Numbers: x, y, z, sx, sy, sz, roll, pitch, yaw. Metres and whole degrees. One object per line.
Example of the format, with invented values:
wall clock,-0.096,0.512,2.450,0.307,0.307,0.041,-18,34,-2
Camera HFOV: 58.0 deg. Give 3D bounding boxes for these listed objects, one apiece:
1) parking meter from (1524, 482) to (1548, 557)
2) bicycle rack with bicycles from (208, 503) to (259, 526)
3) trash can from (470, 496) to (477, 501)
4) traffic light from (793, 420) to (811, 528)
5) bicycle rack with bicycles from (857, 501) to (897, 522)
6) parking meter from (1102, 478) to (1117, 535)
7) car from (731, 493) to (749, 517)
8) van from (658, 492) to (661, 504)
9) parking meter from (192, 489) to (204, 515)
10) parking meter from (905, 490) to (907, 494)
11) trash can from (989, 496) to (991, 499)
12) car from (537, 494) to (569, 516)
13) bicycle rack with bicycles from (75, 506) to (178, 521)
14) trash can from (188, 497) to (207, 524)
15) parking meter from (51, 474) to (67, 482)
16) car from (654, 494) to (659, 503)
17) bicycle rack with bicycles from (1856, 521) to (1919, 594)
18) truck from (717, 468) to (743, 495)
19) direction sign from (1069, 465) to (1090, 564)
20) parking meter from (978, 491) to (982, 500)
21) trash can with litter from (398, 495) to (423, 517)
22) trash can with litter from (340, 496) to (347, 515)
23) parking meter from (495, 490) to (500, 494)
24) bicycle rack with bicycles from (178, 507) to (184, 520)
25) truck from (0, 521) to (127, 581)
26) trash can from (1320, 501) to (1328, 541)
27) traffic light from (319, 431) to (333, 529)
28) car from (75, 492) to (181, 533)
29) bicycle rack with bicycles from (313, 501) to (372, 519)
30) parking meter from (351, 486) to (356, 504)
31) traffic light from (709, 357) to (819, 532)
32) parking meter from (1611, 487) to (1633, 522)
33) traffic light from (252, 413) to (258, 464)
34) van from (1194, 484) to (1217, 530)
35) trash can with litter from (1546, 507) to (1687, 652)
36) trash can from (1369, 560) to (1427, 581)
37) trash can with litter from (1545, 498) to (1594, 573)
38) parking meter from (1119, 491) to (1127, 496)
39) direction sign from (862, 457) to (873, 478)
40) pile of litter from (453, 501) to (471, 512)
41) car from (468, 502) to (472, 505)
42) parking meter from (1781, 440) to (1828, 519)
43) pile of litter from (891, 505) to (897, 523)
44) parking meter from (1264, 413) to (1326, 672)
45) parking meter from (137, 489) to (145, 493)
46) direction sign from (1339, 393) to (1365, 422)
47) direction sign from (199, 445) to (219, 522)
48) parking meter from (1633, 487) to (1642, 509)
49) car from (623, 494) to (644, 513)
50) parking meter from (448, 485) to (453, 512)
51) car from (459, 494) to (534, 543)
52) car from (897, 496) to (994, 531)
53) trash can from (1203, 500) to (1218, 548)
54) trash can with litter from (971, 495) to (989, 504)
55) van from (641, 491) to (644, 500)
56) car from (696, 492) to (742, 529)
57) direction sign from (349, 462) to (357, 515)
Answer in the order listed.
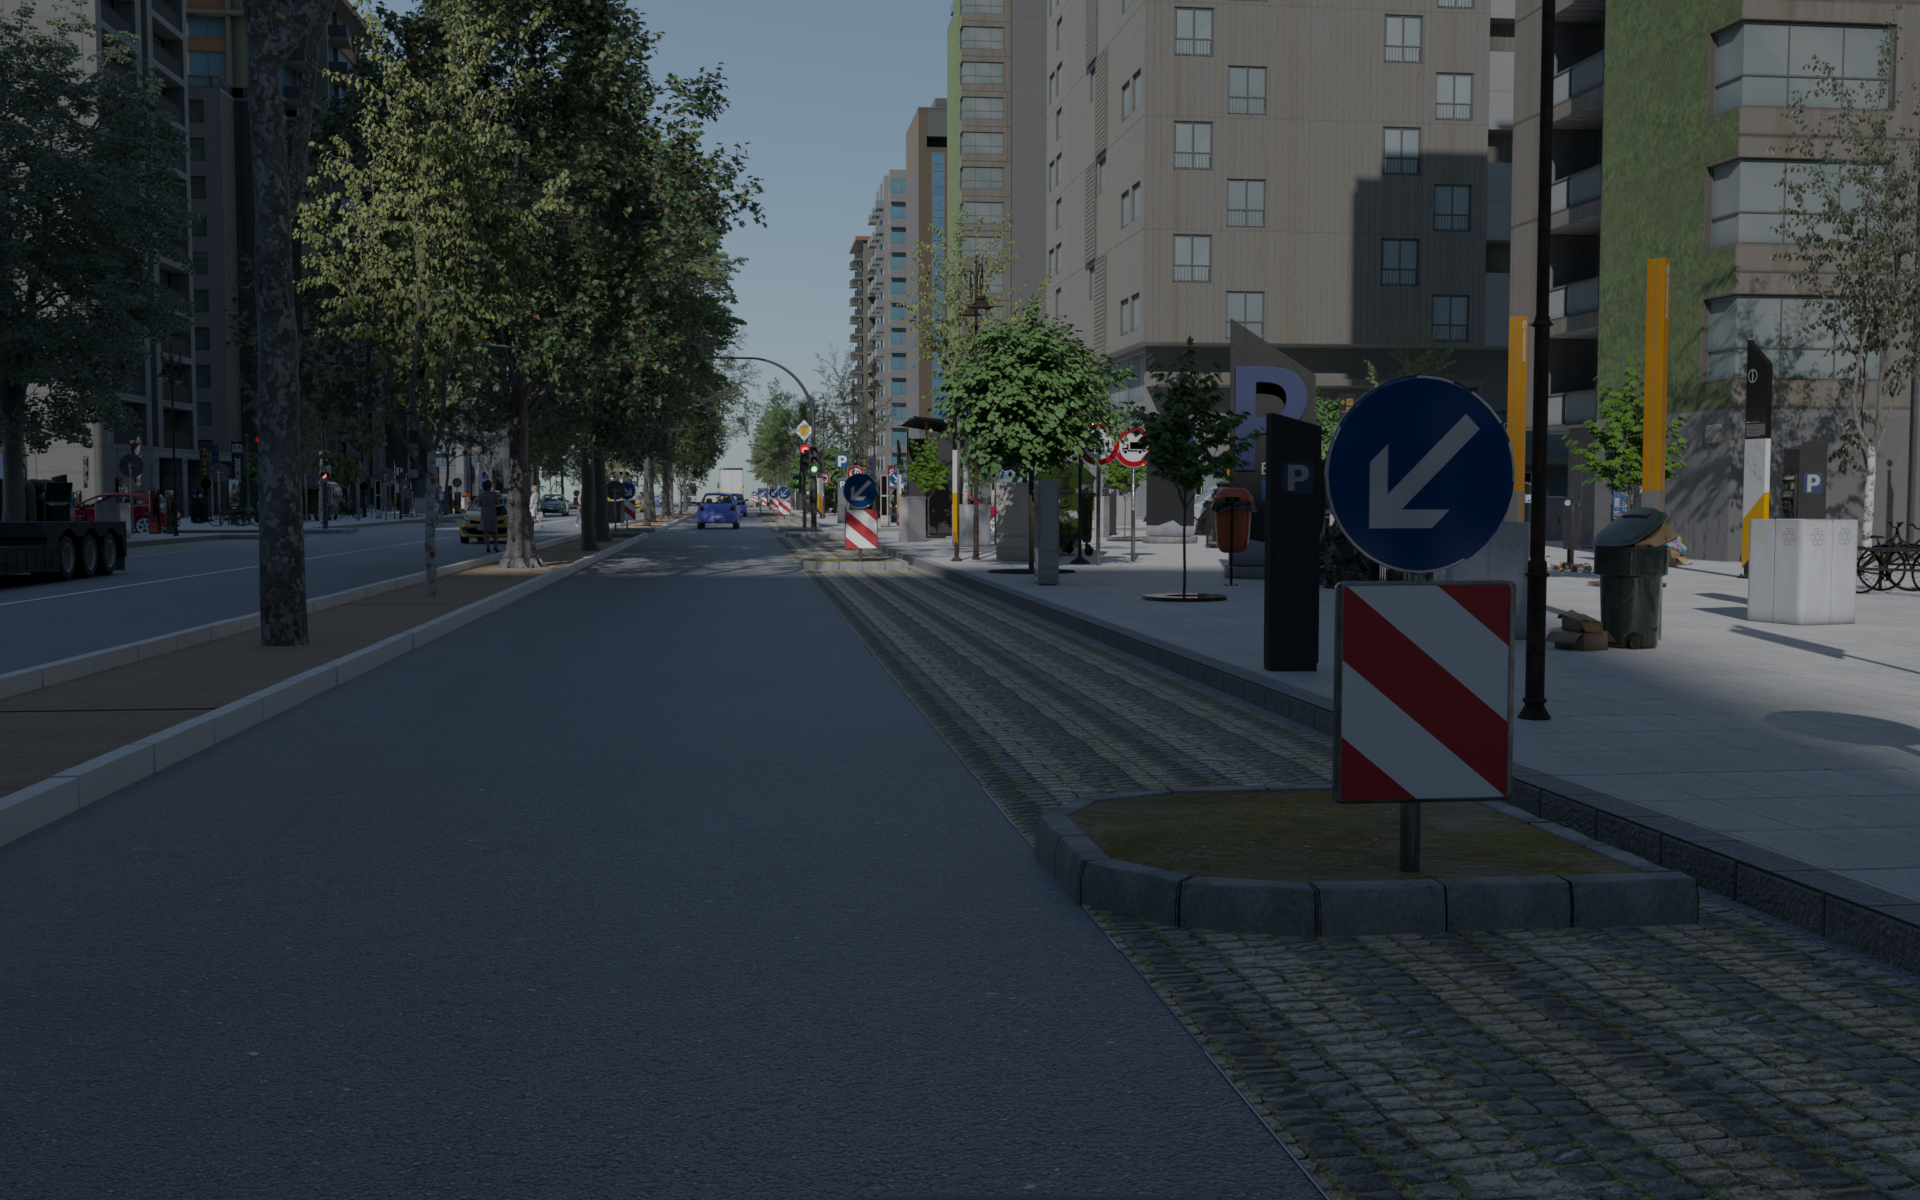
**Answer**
parking meter,11.630,-1.639,35.206,0.372,1.533,0.369,0,3,0
bicycle rack with bicycles,-28.523,-3.449,69.766,2.925,0.926,2.852,-1,4,-13
trash can,-38.295,-7.642,136.606,0.748,1.137,0.748,0,3,0
traffic light,-5.924,-4.698,65.740,0.839,4.253,0.868,0,4,-7
bicycle rack with bicycles,-3.726,-4.073,79.977,2.852,0.926,2.925,0,4,-2
parking meter,4.660,-2.953,53.996,0.399,1.863,0.255,-1,4,-16
car,-14.551,-6.221,111.309,1.945,1.707,3.694,0,4,-6
van,-42.698,-14.899,250.617,2.013,2.044,4.112,0,4,-8
parking meter,-41.696,-5.271,94.588,0.372,1.533,0.369,0,3,0
parking meter,-2.855,-5.152,92.653,0.372,1.533,0.369,0,3,0
trash can,2.317,-6.351,115.489,0.748,1.137,0.748,0,3,0
car,-26.451,-6.167,112.622,2.131,1.459,4.920,-1,4,-9
bicycle rack with bicycles,-36.137,-3.757,74.811,2.852,0.926,2.925,2,4,26
trash can,-33.174,-3.899,75.399,0.748,1.137,0.748,0,3,0
parking meter,-26.573,-2.777,51.122,0.255,1.863,0.399,2,4,30
car,-45.642,-15.265,259.173,1.945,1.707,3.694,0,4,-8
bicycle rack with bicycles,12.266,-0.544,22.275,2.852,0.926,2.925,-3,4,-38
truck,-25.254,-12.348,190.795,2.839,4.237,11.283,-1,4,-9
direction sign,2.206,-2.433,31.783,0.379,3.537,0.876,3,5,40
parking meter,1.278,-6.616,116.589,0.372,1.533,0.369,0,3,0
trash can with litter,-30.733,-5.272,97.249,1.678,1.210,2.233,1,4,9
trash can with litter,-37.754,-5.813,106.106,1.678,1.210,2.233,0,4,-1
parking meter,-32.614,-6.956,122.136,0.372,1.533,0.369,0,3,0
bicycle rack with bicycles,-39.945,-4.421,85.664,2.925,0.926,2.852,-2,4,-35
truck,-14.791,-1.955,21.715,2.967,4.110,18.799,-1,4,-9
trash can,7.824,-1.646,38.561,0.748,1.137,0.748,0,3,0
traffic light,-21.229,-5.452,63.814,4.771,5.953,1.251,0,4,-7
car,-29.530,-3.125,60.128,4.494,1.783,2.155,0,4,-7
bicycle rack with bicycles,-32.361,-4.771,91.384,2.925,0.926,2.852,3,5,41
parking meter,-41.305,-6.877,118.142,0.399,1.863,0.255,3,5,40
traffic light,-6.977,-5.061,57.414,4.771,5.953,1.251,0,4,-7
parking meter,12.324,-1.460,32.277,0.372,1.533,0.369,0,3,0
traffic light,-22.282,-4.078,55.595,0.839,4.253,0.868,0,4,-7
van,9.543,-3.465,63.670,4.112,2.044,2.013,0,4,-6
trash can with litter,5.416,-0.180,14.325,1.055,1.170,0.624,-2,4,-28
trash can,4.736,-0.432,18.723,0.748,1.137,0.748,0,3,0
trash can with litter,10.214,-1.107,29.155,1.678,1.210,2.233,1,4,13
parking meter,6.887,-3.948,72.959,0.372,1.533,0.369,0,3,0
direction sign,-5.680,-7.020,106.774,0.876,3.537,0.379,1,4,20
pile of litter,-35.981,-6.763,124.540,1.719,0.858,1.176,0,4,-2
car,-23.062,-4.471,85.095,2.014,1.417,4.499,0,4,-6
parking meter,9.157,-0.802,18.817,0.399,1.863,0.255,-1,4,-11
pile of litter,-2.449,-3.874,77.298,1.176,0.858,1.719,3,4,36
parking meter,2.430,-0.420,12.583,0.399,1.863,0.255,0,4,-3
parking meter,-38.364,-4.447,81.118,0.372,1.533,0.369,0,3,0
direction sign,8.953,-2.873,38.965,0.876,3.537,0.379,2,4,25
direction sign,-34.729,-5.394,80.196,0.876,3.537,0.379,0,4,-2
parking meter,13.213,-1.696,33.446,0.399,1.863,0.255,2,4,23
car,-25.472,-7.628,134.939,2.015,1.641,3.980,0,4,-6
parking meter,-33.843,-6.679,114.908,0.255,1.863,0.399,0,4,1
car,-13.806,-2.534,51.662,2.015,1.641,3.980,0,4,-5
car,-0.058,-3.302,63.020,4.494,1.783,2.155,0,4,-8
trash can,6.146,-1.801,41.103,0.748,1.137,0.748,0,3,0
trash can with litter,1.146,-5.423,99.722,2.233,1.210,1.678,2,4,28
van,-41.867,-13.736,231.592,2.013,2.044,4.112,-1,4,-8
car,-10.019,-3.812,71.913,1.945,1.707,3.694,0,4,-6
direction sign,-37.992,-7.120,108.402,0.876,3.537,0.379,2,4,32
